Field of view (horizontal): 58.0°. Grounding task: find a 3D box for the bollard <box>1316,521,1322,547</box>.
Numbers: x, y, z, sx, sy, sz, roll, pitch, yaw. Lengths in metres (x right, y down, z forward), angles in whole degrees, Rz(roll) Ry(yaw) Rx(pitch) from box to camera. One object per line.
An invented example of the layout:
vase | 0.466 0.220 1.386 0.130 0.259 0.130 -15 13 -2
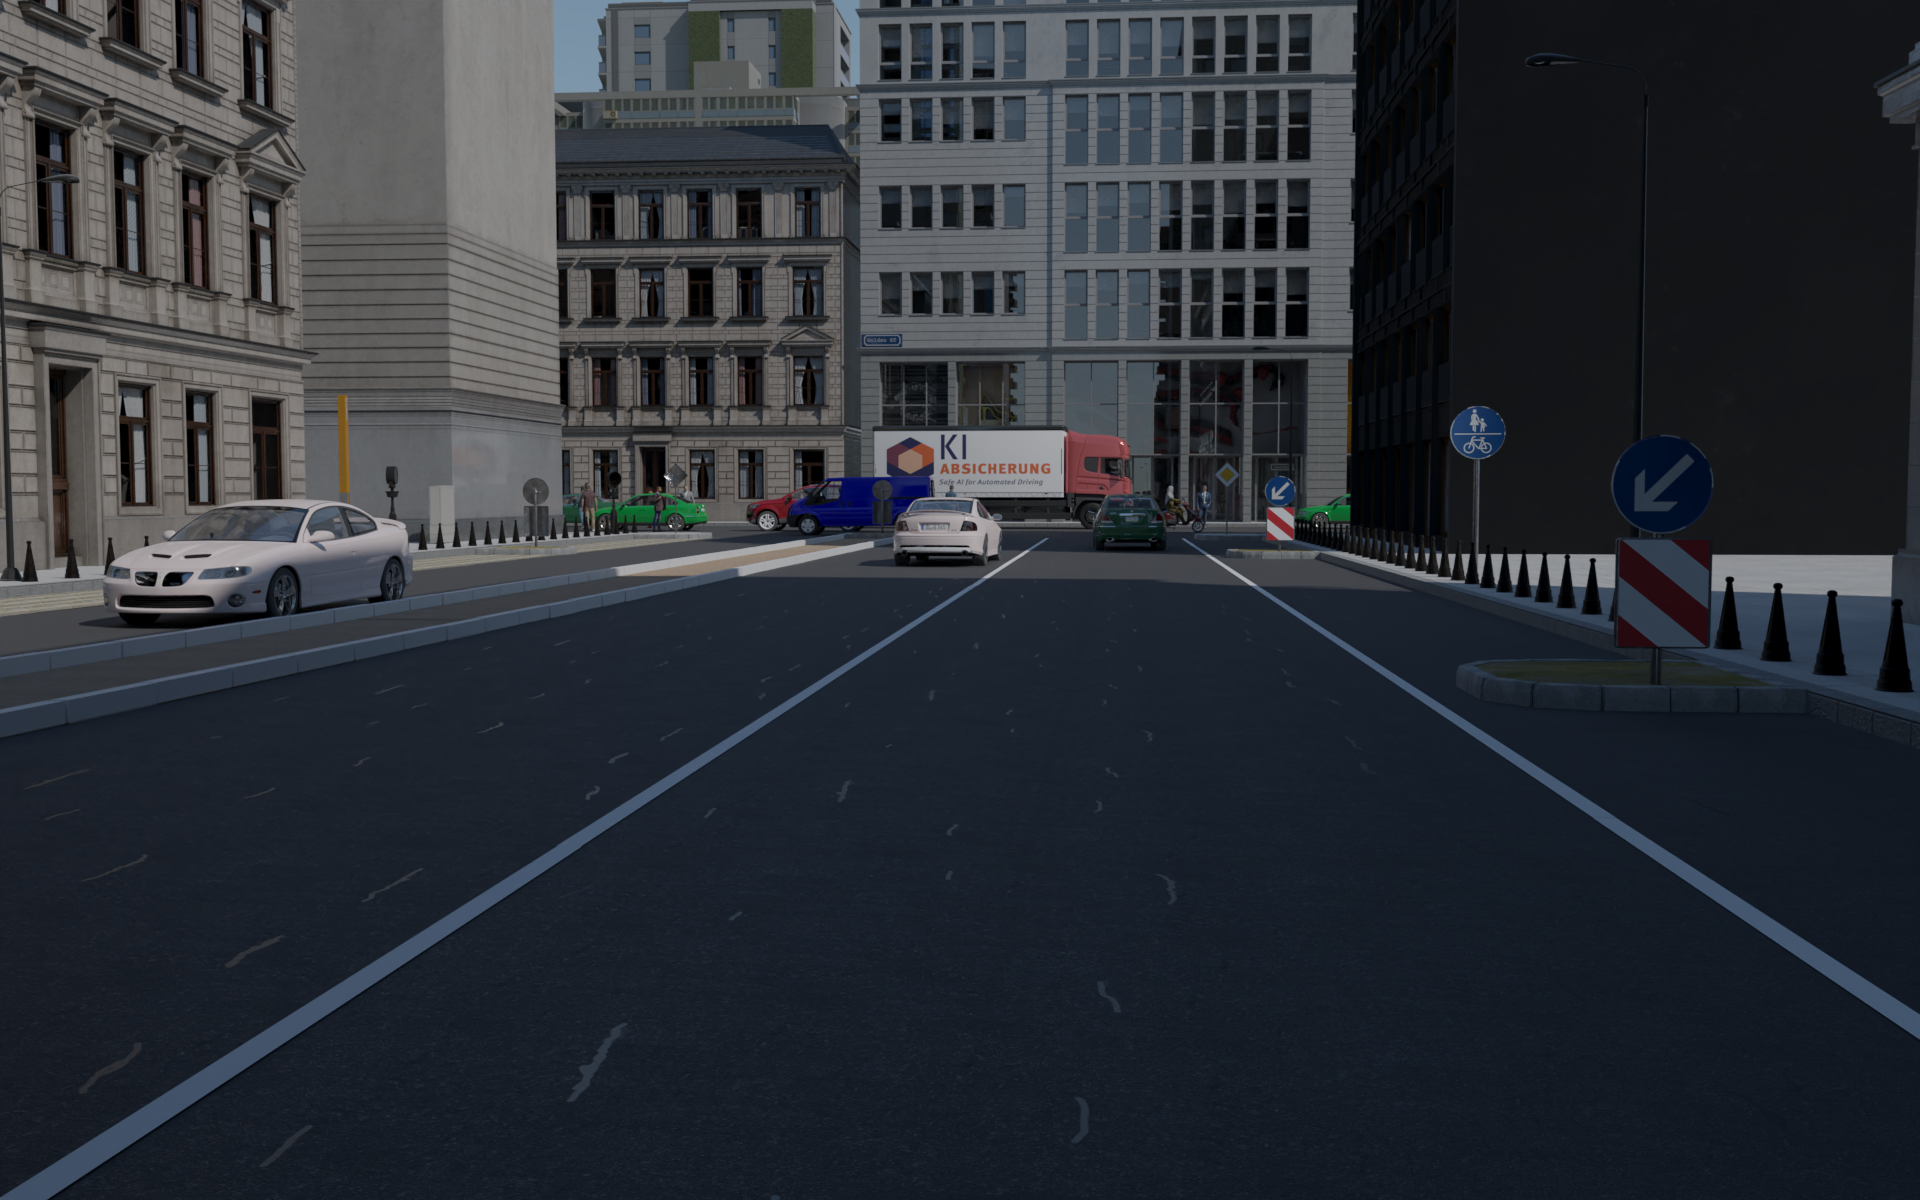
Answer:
bollard | 8.871 -1.598 42.171 0.229 0.601 0.229 0 3 0

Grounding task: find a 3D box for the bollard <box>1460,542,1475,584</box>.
bollard | 7.299 -0.528 24.667 0.229 0.601 0.229 0 3 0

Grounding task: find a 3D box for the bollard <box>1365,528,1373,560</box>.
bollard | 8.129 -1.094 33.928 0.229 0.601 0.229 0 3 0

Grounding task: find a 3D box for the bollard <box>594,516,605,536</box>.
bollard | -11.108 -2.262 53.018 0.229 0.601 0.229 0 3 0

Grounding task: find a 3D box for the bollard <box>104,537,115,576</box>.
bollard | -13.417 -0.692 27.357 0.229 0.601 0.229 0 3 0

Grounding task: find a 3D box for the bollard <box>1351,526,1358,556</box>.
bollard | 8.319 -1.221 36.003 0.229 0.601 0.229 0 3 0

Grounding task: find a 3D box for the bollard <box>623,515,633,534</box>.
bollard | -10.832 -2.450 56.101 0.229 0.601 0.229 0 3 0

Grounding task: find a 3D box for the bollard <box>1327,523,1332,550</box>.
bollard | 8.687 -1.471 40.093 0.229 0.601 0.229 0 3 0

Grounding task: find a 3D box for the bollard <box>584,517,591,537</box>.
bollard | -11.204 -2.199 51.996 0.229 0.601 0.229 0 3 0

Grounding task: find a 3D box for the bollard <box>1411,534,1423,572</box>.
bollard | 7.667 -0.778 28.767 0.229 0.601 0.229 0 3 0

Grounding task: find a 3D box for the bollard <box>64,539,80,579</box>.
bollard | -13.507 -0.630 26.334 0.229 0.601 0.229 0 3 0

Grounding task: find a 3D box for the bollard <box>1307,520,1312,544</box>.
bollard | 9.058 -1.724 44.225 0.229 0.601 0.229 0 3 0

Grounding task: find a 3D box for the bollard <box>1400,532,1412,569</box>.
bollard | 7.761 -0.842 29.809 0.229 0.601 0.229 0 3 0

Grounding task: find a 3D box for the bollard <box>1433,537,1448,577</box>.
bollard | 7.482 -0.653 26.722 0.229 0.601 0.229 0 3 0

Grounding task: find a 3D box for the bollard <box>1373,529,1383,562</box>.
bollard | 8.040 -1.031 32.900 0.229 0.601 0.229 0 3 0

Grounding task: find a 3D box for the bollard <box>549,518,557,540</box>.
bollard | -11.482 -2.010 48.905 0.229 0.601 0.229 0 3 0

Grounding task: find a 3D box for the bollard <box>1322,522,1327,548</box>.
bollard | 8.780 -1.535 41.136 0.229 0.601 0.229 0 3 0

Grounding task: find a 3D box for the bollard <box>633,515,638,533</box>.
bollard | -10.740 -2.513 57.130 0.229 0.601 0.229 0 3 0

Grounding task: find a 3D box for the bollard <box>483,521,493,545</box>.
bollard | -11.937 -1.697 43.781 0.229 0.601 0.229 0 3 0

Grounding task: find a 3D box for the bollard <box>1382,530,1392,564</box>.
bollard | 7.947 -0.968 31.862 0.229 0.601 0.229 0 3 0

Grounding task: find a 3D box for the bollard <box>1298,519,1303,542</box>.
bollard | 9.244 -1.850 46.286 0.229 0.601 0.229 0 3 0

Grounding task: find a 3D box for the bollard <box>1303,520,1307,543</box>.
bollard | 9.152 -1.787 45.259 0.229 0.601 0.229 0 3 0

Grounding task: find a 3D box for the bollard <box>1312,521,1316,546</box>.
bollard | 8.963 -1.661 43.194 0.229 0.601 0.229 0 3 0

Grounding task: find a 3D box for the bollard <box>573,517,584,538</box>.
bollard | -11.295 -2.136 50.967 0.229 0.601 0.229 0 3 0

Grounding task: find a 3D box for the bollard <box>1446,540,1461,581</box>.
bollard | 7.395 -0.590 25.690 0.229 0.601 0.229 0 3 0

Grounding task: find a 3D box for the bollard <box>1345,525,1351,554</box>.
bollard | 8.411 -1.283 37.026 0.229 0.601 0.229 0 3 0

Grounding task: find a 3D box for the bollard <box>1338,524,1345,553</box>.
bollard | 8.501 -1.346 38.048 0.229 0.601 0.229 0 3 0

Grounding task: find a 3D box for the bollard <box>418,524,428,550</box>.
bollard | -12.312 -1.445 39.674 0.229 0.601 0.229 0 3 0

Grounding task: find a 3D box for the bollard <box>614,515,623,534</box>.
bollard | -10.929 -2.387 55.067 0.229 0.601 0.229 0 3 0

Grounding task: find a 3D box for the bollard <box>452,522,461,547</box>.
bollard | -12.130 -1.571 41.721 0.229 0.601 0.229 0 3 0

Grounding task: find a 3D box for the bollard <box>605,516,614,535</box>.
bollard | -11.017 -2.324 54.041 0.229 0.601 0.229 0 3 0

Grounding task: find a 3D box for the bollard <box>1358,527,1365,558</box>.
bollard | 8.219 -1.156 34.950 0.229 0.601 0.229 0 3 0

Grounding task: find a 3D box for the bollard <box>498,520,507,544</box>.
bollard | -11.848 -1.759 44.804 0.229 0.601 0.229 0 3 0

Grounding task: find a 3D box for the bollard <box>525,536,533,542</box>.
bollard | -11.660 -1.885 46.859 0.229 0.601 0.229 0 3 0

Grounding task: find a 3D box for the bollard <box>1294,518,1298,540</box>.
bollard | 9.337 -1.913 47.320 0.229 0.601 0.229 0 3 0

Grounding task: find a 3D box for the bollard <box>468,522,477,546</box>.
bollard | -12.035 -1.633 42.743 0.229 0.601 0.229 0 3 0

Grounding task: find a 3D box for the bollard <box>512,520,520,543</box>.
bollard | -11.755 -1.822 45.836 0.229 0.601 0.229 0 3 0

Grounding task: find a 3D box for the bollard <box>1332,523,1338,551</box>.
bollard | 8.593 -1.409 39.071 0.229 0.601 0.229 0 3 0

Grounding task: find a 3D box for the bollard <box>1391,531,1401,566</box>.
bollard | 7.851 -0.905 30.840 0.229 0.601 0.229 0 3 0

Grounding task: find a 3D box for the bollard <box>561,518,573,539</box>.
bollard | -11.386 -2.073 49.942 0.229 0.601 0.229 0 3 0

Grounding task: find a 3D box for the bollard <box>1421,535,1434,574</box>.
bollard | 7.574 -0.716 27.745 0.229 0.601 0.229 0 3 0

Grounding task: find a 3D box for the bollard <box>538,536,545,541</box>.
bollard | -11.575 -1.947 47.882 0.229 0.601 0.229 0 3 0

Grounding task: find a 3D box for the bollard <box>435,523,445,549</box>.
bollard | -12.218 -1.508 40.698 0.229 0.601 0.229 0 3 0

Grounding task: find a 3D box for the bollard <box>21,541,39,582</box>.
bollard | -13.598 -0.567 25.311 0.229 0.601 0.229 0 3 0

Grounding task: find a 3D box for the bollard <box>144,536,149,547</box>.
bollard | -13.322 -0.755 28.379 0.229 0.601 0.229 0 3 0
